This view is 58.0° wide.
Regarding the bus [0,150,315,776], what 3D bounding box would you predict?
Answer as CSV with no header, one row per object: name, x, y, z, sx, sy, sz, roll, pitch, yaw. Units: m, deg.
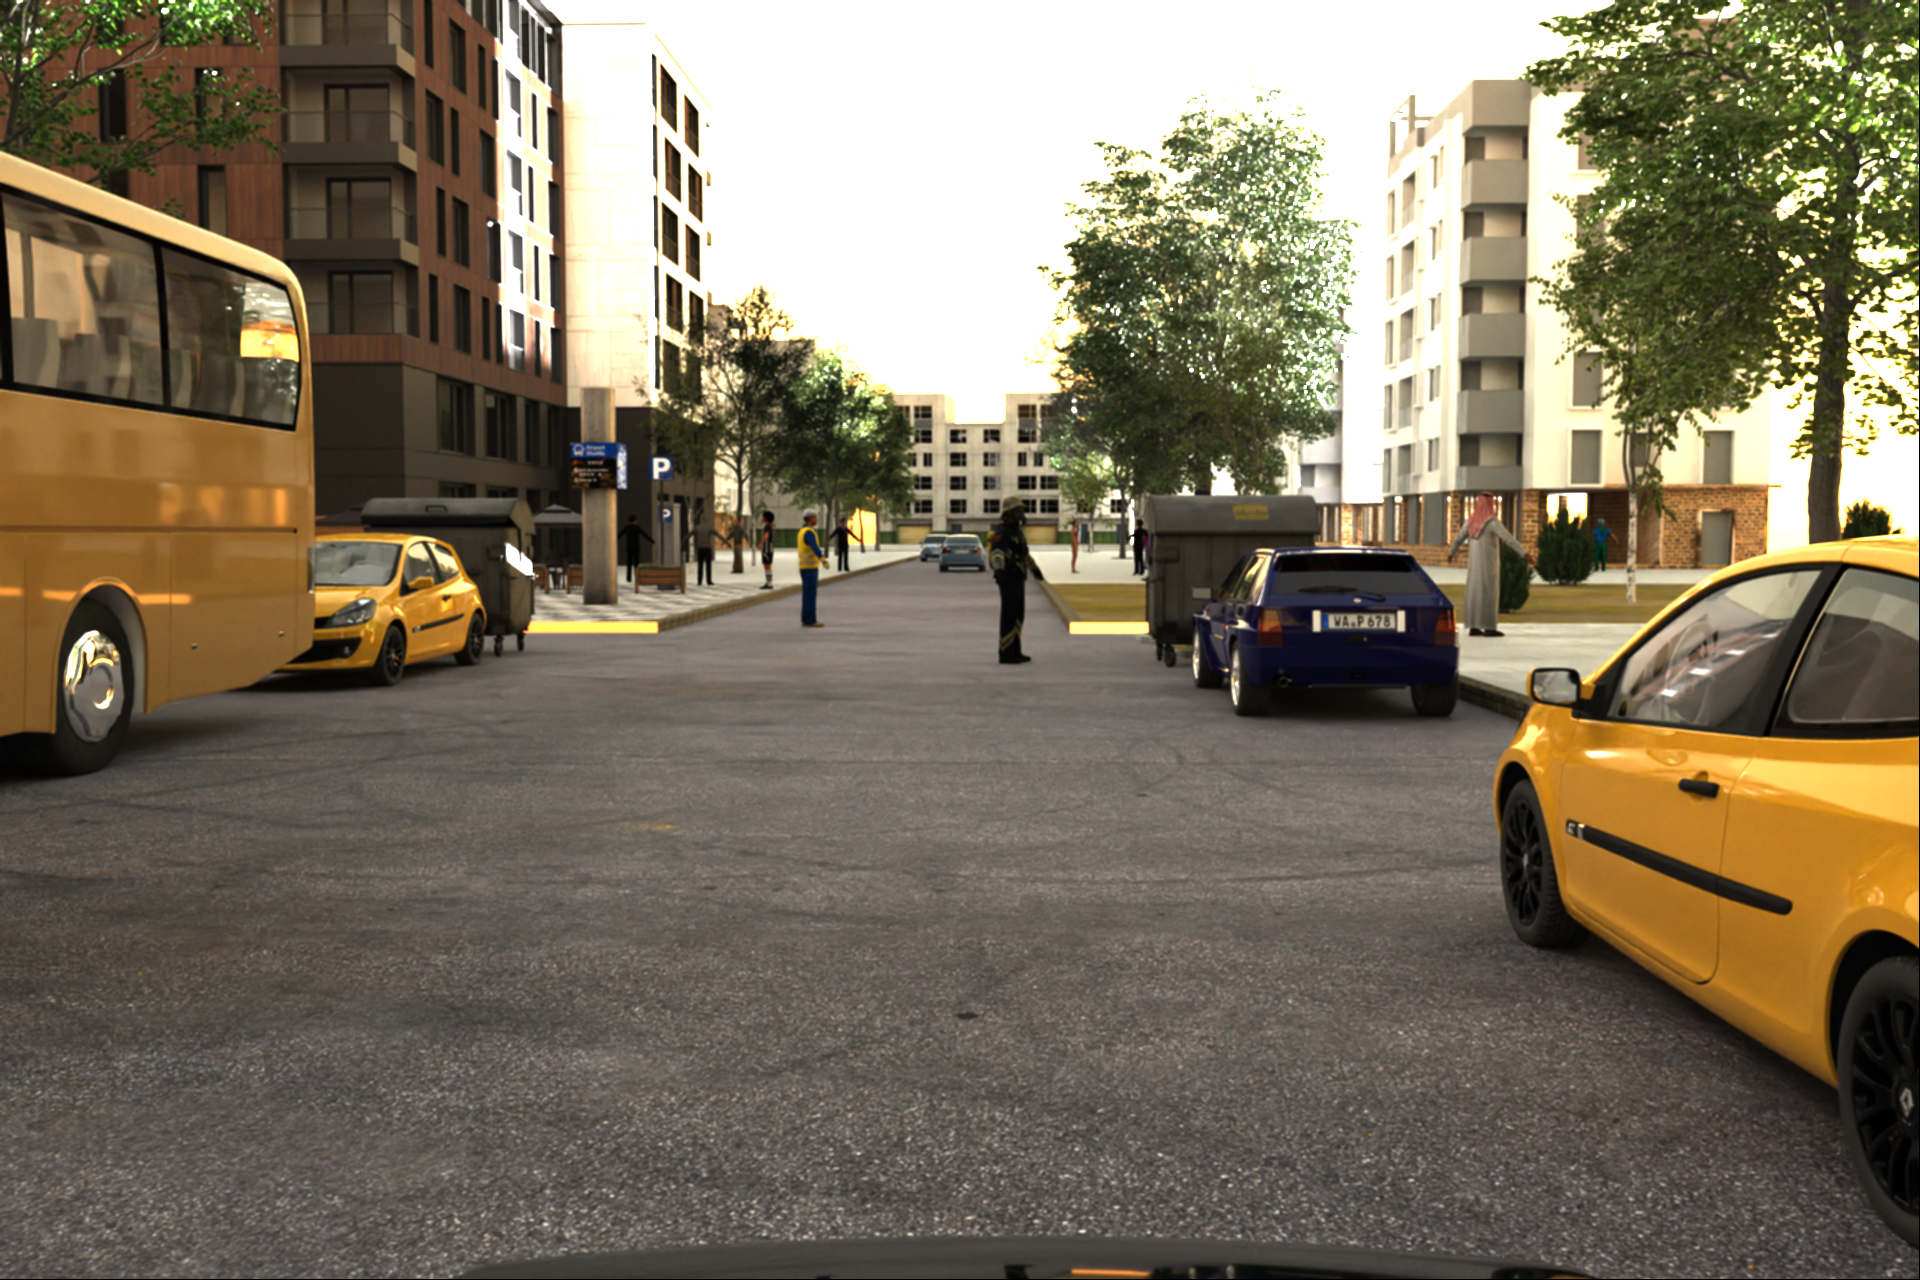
bus,-6.401,-0.974,7.475,2.896,3.916,12.252,0,4,1

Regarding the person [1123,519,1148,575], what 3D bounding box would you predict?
person,5.532,-2.898,54.102,1.216,1.740,0.721,-3,5,-42

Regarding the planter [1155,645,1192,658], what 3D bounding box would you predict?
planter,3.368,0.021,20.796,1.991,0.319,1.994,0,4,2

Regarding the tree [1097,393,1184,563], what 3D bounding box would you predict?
tree,7.858,-7.777,77.515,4.360,8.622,3.978,0,3,0

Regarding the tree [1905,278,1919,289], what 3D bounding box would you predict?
tree,20.092,-6.778,28.941,7.486,12.596,7.792,0,3,0

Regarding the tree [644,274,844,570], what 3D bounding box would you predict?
tree,-7.640,-7.778,61.579,7.601,10.594,8.767,-1,4,-13

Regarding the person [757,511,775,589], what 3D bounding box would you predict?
person,-4.529,-2.102,40.514,0.704,1.843,1.345,0,4,2

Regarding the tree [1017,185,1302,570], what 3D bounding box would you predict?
tree,7.200,-9.286,62.189,12.009,13.543,11.850,0,3,0

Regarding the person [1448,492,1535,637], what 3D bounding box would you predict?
person,6.617,-0.957,21.788,0.704,1.811,1.347,-2,4,-32

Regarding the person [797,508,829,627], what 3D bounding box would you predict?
person,-2.299,-1.126,26.830,0.705,1.833,1.349,-1,4,-19

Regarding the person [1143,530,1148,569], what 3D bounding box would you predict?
person,6.851,-3.275,62.812,0.599,1.433,0.991,-2,4,-31

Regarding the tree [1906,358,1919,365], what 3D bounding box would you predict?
tree,28.345,-8.286,42.127,9.857,13.997,8.962,0,3,0

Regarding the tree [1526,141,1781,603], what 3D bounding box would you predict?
tree,12.721,-4.988,31.916,4.737,8.622,4.395,0,3,0

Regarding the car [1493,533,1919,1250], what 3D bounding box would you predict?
car,2.770,0.329,4.846,2.015,1.641,3.980,0,4,1

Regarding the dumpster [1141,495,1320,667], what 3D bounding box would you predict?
dumpster,2.964,-0.664,19.080,1.865,1.857,1.264,0,4,1

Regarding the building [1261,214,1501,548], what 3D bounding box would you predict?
building,23.452,-15.157,104.236,16.016,20.090,11.380,0,4,1

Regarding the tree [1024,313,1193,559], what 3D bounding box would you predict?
tree,8.542,-10.961,89.584,12.009,13.543,11.850,0,3,0

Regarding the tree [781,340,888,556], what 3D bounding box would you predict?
tree,-7.543,-11.234,101.808,7.486,12.596,7.792,0,3,0

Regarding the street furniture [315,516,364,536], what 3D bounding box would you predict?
street furniture,-15.376,-2.226,43.244,11.010,1.723,9.812,-2,4,-26

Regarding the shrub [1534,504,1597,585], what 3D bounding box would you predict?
shrub,15.172,-2.385,43.415,1.690,2.028,1.600,0,3,0

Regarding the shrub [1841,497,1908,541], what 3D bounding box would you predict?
shrub,18.573,-1.928,35.559,1.661,2.075,1.752,0,3,0

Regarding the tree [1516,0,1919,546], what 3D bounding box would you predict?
tree,9.784,-6.162,18.874,7.486,12.596,7.792,0,3,0

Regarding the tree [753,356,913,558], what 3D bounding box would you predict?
tree,-6.962,-9.583,91.092,8.767,10.594,7.601,-2,4,-27

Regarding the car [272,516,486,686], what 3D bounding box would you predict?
car,-6.147,-0.449,17.558,2.015,1.641,3.980,0,4,1

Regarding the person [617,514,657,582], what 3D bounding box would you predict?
person,-8.735,-2.457,46.356,1.347,1.806,0.705,1,4,14

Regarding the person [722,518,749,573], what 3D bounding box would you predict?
person,-7.302,-3.091,56.808,1.348,1.796,0.705,3,5,44

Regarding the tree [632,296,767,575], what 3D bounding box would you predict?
tree,-8.467,-6.342,54.052,4.360,8.622,3.978,0,3,0

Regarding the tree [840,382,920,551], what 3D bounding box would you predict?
tree,-6.570,-12.933,129.589,7.486,12.596,7.792,0,3,0

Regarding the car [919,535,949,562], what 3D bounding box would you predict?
car,-1.157,-4.857,91.408,2.014,1.417,4.499,0,4,1

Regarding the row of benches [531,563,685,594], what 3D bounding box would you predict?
row of benches,-8.015,-1.336,37.314,4.104,0.672,1.422,-1,4,-11

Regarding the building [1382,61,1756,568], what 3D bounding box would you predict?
building,23.935,-13.422,75.873,16.016,20.090,11.380,0,4,1

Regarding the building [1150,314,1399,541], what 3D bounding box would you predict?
building,26.189,-19.288,146.291,19.493,23.208,18.063,0,4,2

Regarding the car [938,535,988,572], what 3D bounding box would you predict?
car,0.121,-3.363,66.993,2.014,1.417,4.499,0,4,2

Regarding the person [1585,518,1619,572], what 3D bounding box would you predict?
person,21.865,-3.245,59.180,1.347,1.817,0.704,0,4,-1

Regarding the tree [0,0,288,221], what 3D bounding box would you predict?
tree,-11.595,-5.772,20.130,9.928,11.665,9.643,0,3,0

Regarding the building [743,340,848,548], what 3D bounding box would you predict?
building,-21.056,-18.787,173.622,16.747,18.905,31.486,0,4,2

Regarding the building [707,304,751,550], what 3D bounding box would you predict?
building,-24.155,-17.567,143.643,16.016,20.090,11.380,0,4,1

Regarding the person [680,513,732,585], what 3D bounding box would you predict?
person,-6.396,-2.280,43.404,1.348,1.813,0.705,0,4,5

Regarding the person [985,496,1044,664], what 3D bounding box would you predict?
person,0.605,-0.673,19.245,0.705,1.856,1.354,1,4,22

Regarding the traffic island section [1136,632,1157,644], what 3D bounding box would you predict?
traffic island section,3.373,-0.017,23.151,1.991,0.108,1.994,0,4,1

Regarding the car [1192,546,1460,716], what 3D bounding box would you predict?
car,3.039,-0.147,14.983,1.945,1.354,3.894,0,4,1

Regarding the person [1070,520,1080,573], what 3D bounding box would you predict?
person,3.868,-3.089,57.310,0.721,1.733,1.217,0,4,7

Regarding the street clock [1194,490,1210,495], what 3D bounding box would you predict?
street clock,3.952,-1.453,28.331,0.358,2.002,0.471,0,4,2

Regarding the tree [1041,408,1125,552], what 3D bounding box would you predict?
tree,9.418,-11.998,121.928,9.928,11.665,9.643,0,3,0

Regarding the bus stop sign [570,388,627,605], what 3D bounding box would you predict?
bus stop sign,-6.556,-2.597,31.470,0.837,3.901,0.837,0,4,1

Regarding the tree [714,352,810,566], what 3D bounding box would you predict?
tree,-8.474,-7.262,69.096,4.360,8.622,3.978,0,3,0

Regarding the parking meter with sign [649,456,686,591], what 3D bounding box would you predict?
parking meter with sign,-6.656,-2.657,39.700,0.543,3.016,1.738,0,4,2

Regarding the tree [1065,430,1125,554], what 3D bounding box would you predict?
tree,8.407,-9.754,109.834,4.737,8.622,4.395,0,3,0

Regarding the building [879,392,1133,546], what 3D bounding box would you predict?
building,6.398,-21.644,222.788,31.486,18.905,16.747,0,4,6

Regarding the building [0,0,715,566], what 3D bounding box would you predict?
building,-26.466,-13.701,67.986,27.936,21.610,32.646,0,4,2

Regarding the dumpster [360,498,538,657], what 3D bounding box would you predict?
dumpster,-6.100,-0.764,20.707,1.865,1.857,1.264,0,4,1

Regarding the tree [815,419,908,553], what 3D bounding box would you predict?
tree,-6.934,-11.222,117.898,7.601,10.594,8.767,1,4,13

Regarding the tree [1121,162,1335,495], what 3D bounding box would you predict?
tree,5.784,-5.140,34.396,4.360,8.622,3.978,0,3,0

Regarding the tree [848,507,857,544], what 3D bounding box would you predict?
tree,-13.834,-16.459,219.461,4.737,8.622,4.395,0,3,0

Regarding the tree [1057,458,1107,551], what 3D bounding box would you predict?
tree,9.057,-11.039,130.856,4.737,8.622,4.395,0,3,0

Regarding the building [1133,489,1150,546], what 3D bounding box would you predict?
building,28.579,-19.863,191.221,16.747,18.905,31.486,0,4,2

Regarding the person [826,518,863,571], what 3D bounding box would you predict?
person,-4.012,-3.286,59.658,1.347,1.837,0.705,-2,4,-26

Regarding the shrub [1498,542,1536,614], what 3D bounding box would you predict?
shrub,8.802,-1.036,28.062,1.383,1.207,1.383,0,3,0

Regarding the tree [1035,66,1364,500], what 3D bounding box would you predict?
tree,6.885,-8.716,49.157,9.857,13.997,8.962,0,3,0
